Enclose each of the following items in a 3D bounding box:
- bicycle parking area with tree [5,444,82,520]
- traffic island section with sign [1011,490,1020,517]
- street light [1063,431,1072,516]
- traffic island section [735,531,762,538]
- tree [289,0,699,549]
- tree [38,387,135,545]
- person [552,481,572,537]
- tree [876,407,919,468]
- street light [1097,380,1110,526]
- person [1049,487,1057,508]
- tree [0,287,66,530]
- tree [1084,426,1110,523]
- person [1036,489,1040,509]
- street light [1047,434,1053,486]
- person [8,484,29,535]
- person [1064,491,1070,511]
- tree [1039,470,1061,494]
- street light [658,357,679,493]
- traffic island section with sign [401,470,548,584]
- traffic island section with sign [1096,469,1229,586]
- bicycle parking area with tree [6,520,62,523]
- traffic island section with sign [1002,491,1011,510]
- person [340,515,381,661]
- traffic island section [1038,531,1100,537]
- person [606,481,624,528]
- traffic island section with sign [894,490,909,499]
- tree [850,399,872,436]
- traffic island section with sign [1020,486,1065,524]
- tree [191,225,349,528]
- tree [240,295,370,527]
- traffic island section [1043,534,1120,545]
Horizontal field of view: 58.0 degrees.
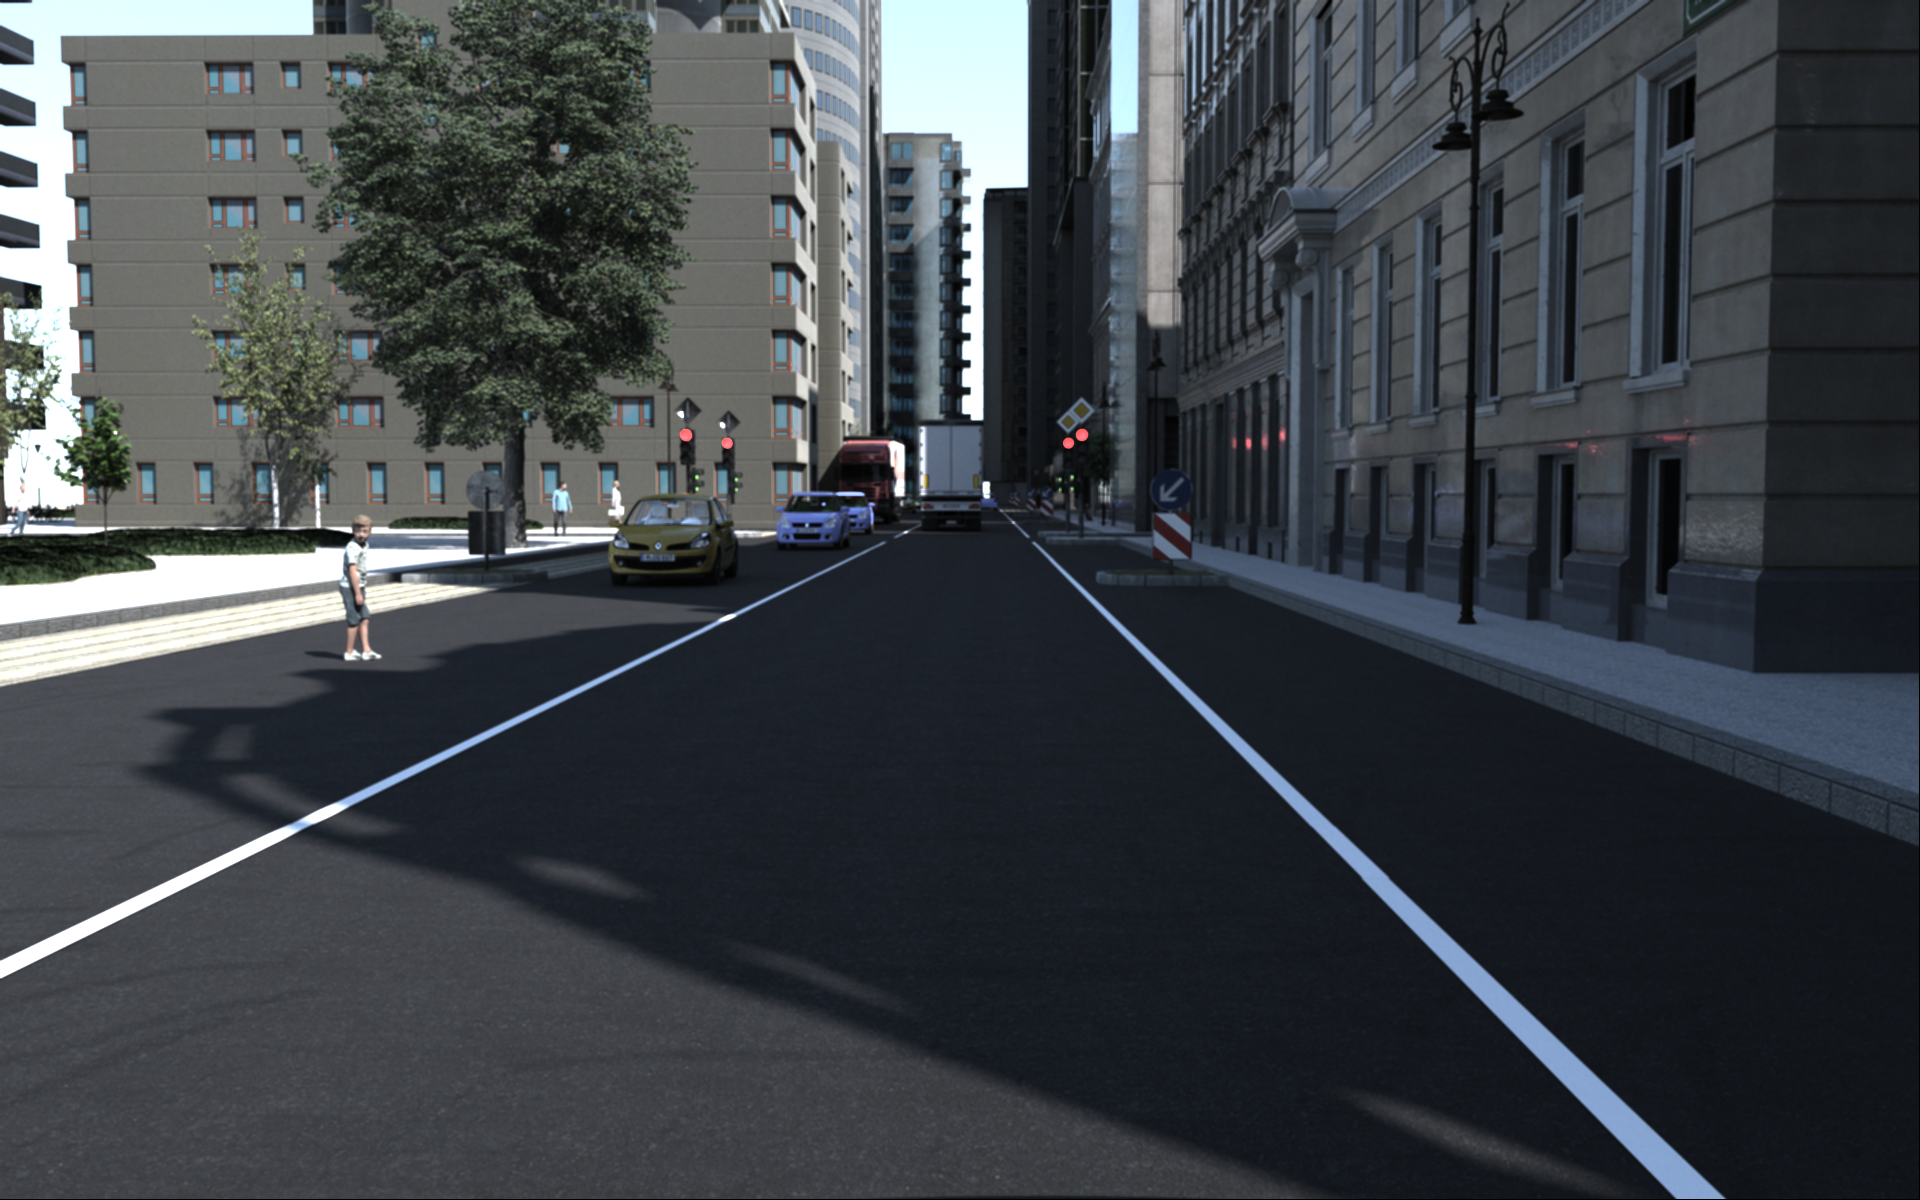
[{"bbox_3d":[-50.387,-6.895,99.733,8.231,4.147,9.016,1,4,16],"label":"bicycle parking area with tree"},{"bbox_3d":[4.376,-6.185,109.750,1.989,1.847,2.006,0,4,1],"label":"traffic island section with sign"},{"bbox_3d":[6.292,-7.900,101.946,0.468,5.910,1.993,0,4,1],"label":"street light"},{"bbox_3d":[-7.797,-2.207,58.367,2.009,0.180,2.903,0,4,1],"label":"traffic island section"},{"bbox_3d":[-10.608,-8.198,40.693,9.857,13.997,8.962,0,3,0],"label":"tree"},{"bbox_3d":[-15.408,-2.244,31.286,1.663,3.219,1.824,0,3,0],"label":"tree"},{"bbox_3d":[-12.754,-2.879,55.440,0.638,1.841,0.748,-1,4,-22],"label":"person"},{"bbox_3d":[-8.439,-15.121,181.638,8.767,10.594,7.601,0,4,1],"label":"tree"},{"bbox_3d":[5.840,-5.966,70.338,0.468,5.910,1.993,0,4,1],"label":"street light"},{"bbox_3d":[6.138,-6.603,114.571,0.524,1.755,0.480,-1,4,-15],"label":"person"},{"bbox_3d":[-33.348,-6.777,61.161,4.737,8.622,4.395,0,3,0],"label":"tree"},{"bbox_3d":[6.822,-5.650,76.090,4.285,4.588,4.351,0,3,0],"label":"tree"},{"bbox_3d":[6.831,-8.933,152.833,0.721,1.736,1.217,0,4,6],"label":"person"},{"bbox_3d":[6.834,-9.772,132.563,0.468,5.910,1.993,0,4,1],"label":"street light"},{"bbox_3d":[-28.985,-2.694,53.213,0.598,1.740,0.731,-1,4,-13],"label":"person"},{"bbox_3d":[8.373,-7.833,134.648,0.750,1.759,0.617,2,4,26],"label":"person"},{"bbox_3d":[7.370,-8.703,136.893,1.663,3.219,1.824,0,3,0],"label":"tree"},{"bbox_3d":[-9.843,-5.248,58.599,0.468,5.910,1.993,0,4,1],"label":"street light"},{"bbox_3d":[-7.895,-1.214,28.472,1.989,1.847,2.006,0,4,1],"label":"traffic island section with sign"},{"bbox_3d":[3.229,-1.184,27.987,1.989,1.847,2.006,0,4,1],"label":"traffic island section with sign"},{"bbox_3d":[-46.183,-5.662,79.579,9.016,4.147,8.231,-2,4,-25],"label":"bicycle parking area with tree"},{"bbox_3d":[5.093,-9.280,160.357,1.989,1.847,2.006,0,4,1],"label":"traffic island section with sign"},{"bbox_3d":[-5.177,-0.107,14.932,0.352,1.250,0.332,2,4,32],"label":"person"},{"bbox_3d":[3.643,-2.197,58.201,2.009,0.180,2.903,0,4,1],"label":"traffic island section"},{"bbox_3d":[-12.884,-3.569,64.746,0.624,1.780,0.694,1,4,11],"label":"person"},{"bbox_3d":[-6.025,-9.305,160.762,1.989,1.847,2.006,0,4,1],"label":"traffic island section with sign"},{"bbox_3d":[-8.936,-11.052,131.062,4.737,8.622,4.395,0,3,0],"label":"tree"},{"bbox_3d":[3.997,-4.536,82.797,1.989,1.847,2.006,0,4,1],"label":"traffic island section with sign"},{"bbox_3d":[-18.840,-5.942,47.522,4.737,8.622,4.395,0,3,0],"label":"tree"},{"bbox_3d":[-23.798,-6.907,63.284,4.360,8.622,3.978,0,3,0],"label":"tree"},{"bbox_3d":[3.530,-1.709,50.217,2.009,0.180,2.903,0,4,1],"label":"traffic island section"}]
